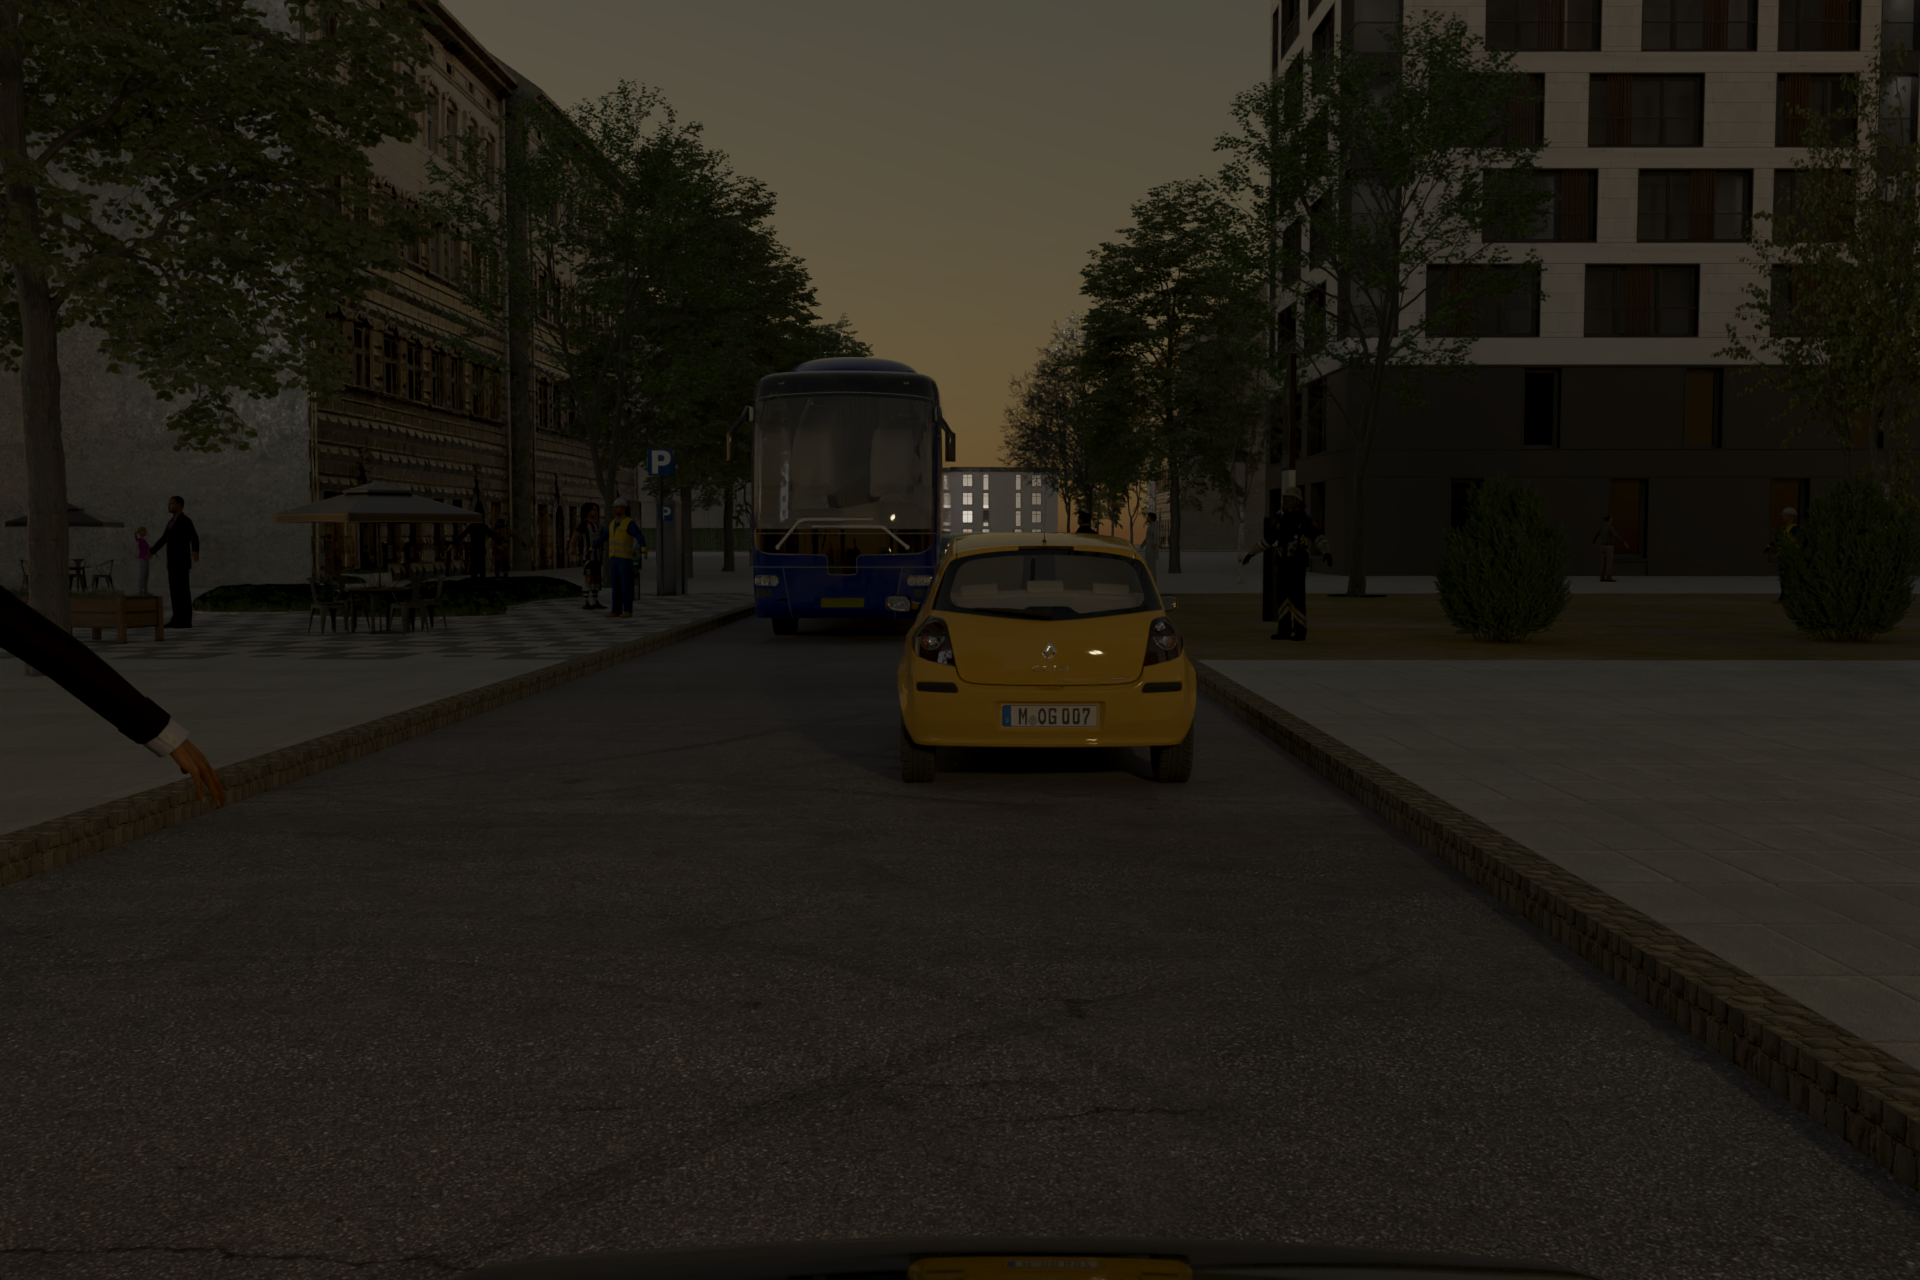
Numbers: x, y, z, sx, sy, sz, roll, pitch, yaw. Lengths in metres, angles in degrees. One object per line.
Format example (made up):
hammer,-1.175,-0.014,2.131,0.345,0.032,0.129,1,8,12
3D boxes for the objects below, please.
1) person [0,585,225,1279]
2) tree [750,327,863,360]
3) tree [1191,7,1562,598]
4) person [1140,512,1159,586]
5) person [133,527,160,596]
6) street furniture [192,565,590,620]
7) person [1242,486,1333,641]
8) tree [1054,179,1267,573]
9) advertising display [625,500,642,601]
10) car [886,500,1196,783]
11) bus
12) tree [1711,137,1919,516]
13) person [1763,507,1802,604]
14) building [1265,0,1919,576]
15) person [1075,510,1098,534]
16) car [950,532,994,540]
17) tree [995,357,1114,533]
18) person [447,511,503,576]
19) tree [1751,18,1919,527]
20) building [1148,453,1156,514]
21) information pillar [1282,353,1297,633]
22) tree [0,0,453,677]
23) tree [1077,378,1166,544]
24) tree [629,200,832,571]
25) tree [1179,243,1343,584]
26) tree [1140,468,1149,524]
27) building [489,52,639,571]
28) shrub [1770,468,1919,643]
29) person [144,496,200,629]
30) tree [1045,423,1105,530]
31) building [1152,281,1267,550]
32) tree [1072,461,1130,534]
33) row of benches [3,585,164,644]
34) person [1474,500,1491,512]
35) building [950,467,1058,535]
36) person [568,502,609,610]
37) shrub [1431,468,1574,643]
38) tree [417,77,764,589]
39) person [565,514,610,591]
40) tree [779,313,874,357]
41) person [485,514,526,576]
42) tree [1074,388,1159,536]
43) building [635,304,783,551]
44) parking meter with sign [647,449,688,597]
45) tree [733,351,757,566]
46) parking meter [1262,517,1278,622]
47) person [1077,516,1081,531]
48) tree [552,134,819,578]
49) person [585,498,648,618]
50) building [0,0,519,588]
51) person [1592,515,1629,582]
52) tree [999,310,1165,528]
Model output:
person,-2.002,0.366,3.200,1.216,1.740,0.721,0,4,-7
tree,-7.789,-9.809,86.137,9.928,11.665,9.643,0,3,0
tree,8.245,-6.678,34.936,9.928,11.665,9.643,0,3,0
person,4.615,-2.189,41.978,0.705,1.806,1.347,0,4,-7
person,-16.784,-1.619,35.733,0.599,1.433,0.991,0,4,0
street furniture,-9.807,-0.934,30.899,5.734,0.657,10.072,0,4,1
person,3.991,-0.926,20.912,0.705,1.856,1.354,-3,5,-39
tree,6.679,-8.445,56.205,7.486,12.596,7.792,0,3,0
advertising display,-6.290,-1.721,33.345,0.123,1.923,0.974,0,4,2
car,0.495,-0.072,11.400,2.015,1.641,3.980,0,3,0
bus,-1.475,-2.223,27.885,2.896,3.916,12.251,0,4,0
tree,16.217,-4.962,31.492,4.737,8.622,4.395,0,3,0
person,15.138,-1.553,31.857,0.721,1.772,1.216,0,4,-2
building,25.663,-13.726,68.398,27.936,21.610,32.646,0,3,0
person,2.113,-1.307,29.755,1.347,1.837,0.705,-3,4,-37
car,0.448,-1.694,36.485,1.959,1.807,4.718,0,4,1
tree,7.273,-12.622,116.745,12.009,13.543,11.850,0,3,0
person,-10.879,-2.008,39.010,1.347,1.806,0.705,-3,5,-43
tree,13.973,-4.597,25.516,4.737,8.622,4.395,0,3,0
building,24.041,-13.849,168.574,9.099,9.664,28.070,0,4,1
information pillar,4.301,-1.915,22.662,0.183,3.616,0.504,0,4,0
tree,-8.765,-5.957,15.520,7.486,12.596,7.792,0,3,0
tree,7.863,-7.781,77.581,4.360,8.622,3.978,0,3,0
tree,-7.584,-8.648,59.520,7.486,12.596,7.792,0,3,0
tree,7.065,-5.757,44.492,4.360,8.622,3.978,0,3,0
tree,25.999,-18.200,215.689,7.486,12.596,7.792,0,3,0
building,-23.836,-14.519,68.313,19.493,23.208,18.063,0,4,1
shrub,10.615,-1.017,20.667,1.661,2.075,1.752,0,3,0
person,-10.689,-1.064,23.629,1.346,1.802,0.704,3,4,38
tree,7.309,-9.422,104.407,4.737,8.622,4.395,0,3,0
building,26.563,-19.204,144.906,19.493,23.208,18.063,0,4,0
tree,17.297,-18.005,212.510,7.486,12.596,7.792,0,3,0
row of benches,-11.554,-0.347,21.130,4.104,0.672,1.422,1,4,21
person,7.685,-1.206,25.569,0.705,1.847,1.347,2,4,33
building,-1.825,-16.400,212.741,28.070,9.664,9.099,0,4,-6
person,-6.248,-1.427,29.479,0.704,1.843,1.345,2,4,28
shrub,6.440,-1.010,20.560,1.661,2.075,1.752,0,3,0
tree,-8.444,-7.041,40.869,9.928,11.665,9.643,0,3,0
person,-8.275,-2.011,39.009,0.705,1.813,1.348,3,5,40
tree,-7.836,-11.753,98.821,9.857,13.997,8.962,0,3,0
person,-13.072,-2.667,49.374,1.354,1.858,0.705,-2,4,-27
tree,7.528,-8.090,82.631,4.737,8.622,4.395,0,3,0
building,-24.153,-17.276,148.919,16.747,18.905,31.486,0,4,1
parking meter with sign,-6.075,-2.447,36.276,0.543,3.016,1.738,0,4,2
tree,-8.175,-7.251,68.924,4.737,8.622,4.395,0,3,0
parking meter,4.643,-1.043,25.468,0.372,1.533,0.369,0,3,0
person,3.712,-2.901,53.364,0.705,1.837,1.347,2,4,32
tree,-8.027,-8.083,50.287,7.486,12.596,7.792,0,3,0
person,-5.234,-1.264,26.629,1.349,1.833,0.705,3,4,36
building,-24.505,-13.355,49.275,19.493,23.208,18.063,0,3,0
person,17.387,-2.459,46.470,0.705,1.796,1.348,-1,4,-21
tree,7.063,-11.283,94.854,12.009,13.543,11.850,0,3,0
